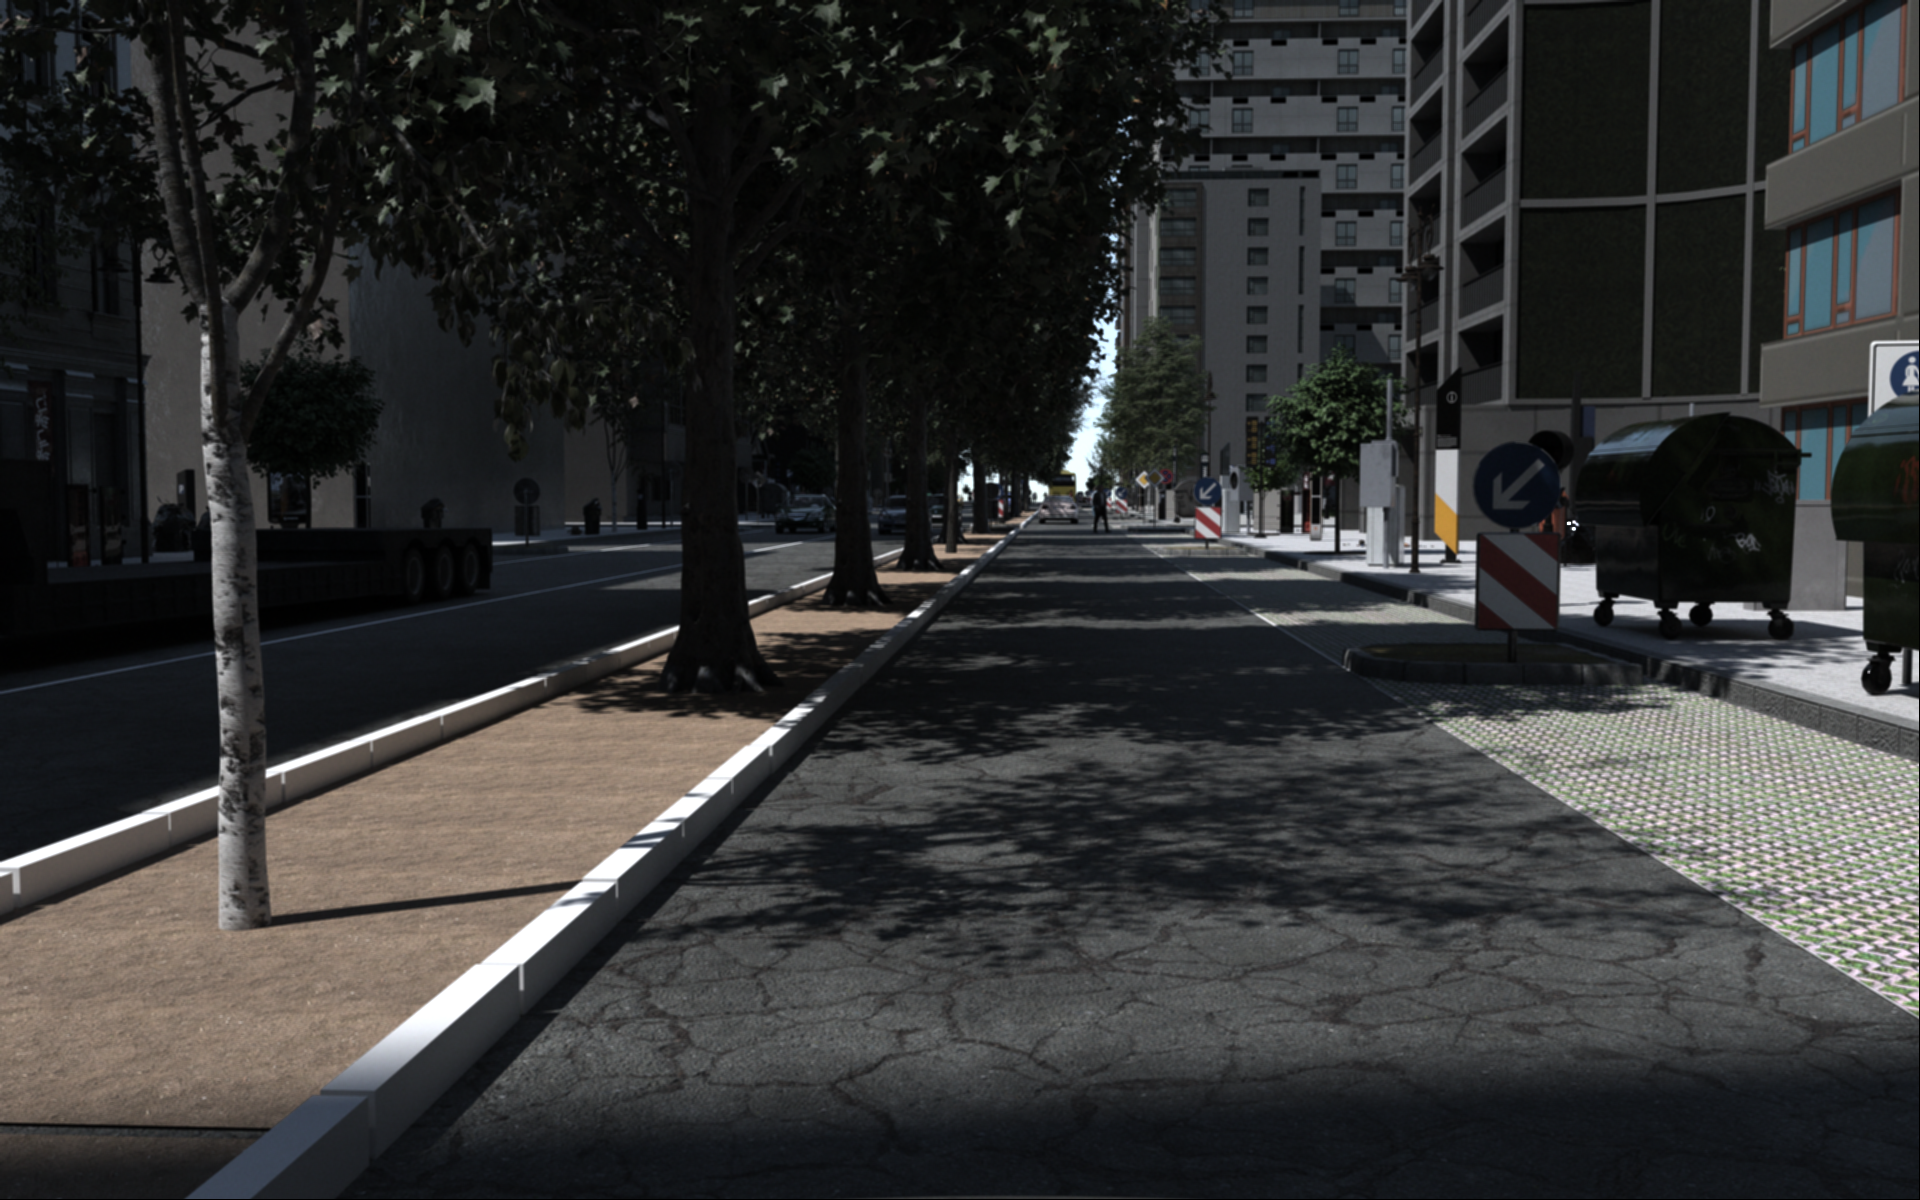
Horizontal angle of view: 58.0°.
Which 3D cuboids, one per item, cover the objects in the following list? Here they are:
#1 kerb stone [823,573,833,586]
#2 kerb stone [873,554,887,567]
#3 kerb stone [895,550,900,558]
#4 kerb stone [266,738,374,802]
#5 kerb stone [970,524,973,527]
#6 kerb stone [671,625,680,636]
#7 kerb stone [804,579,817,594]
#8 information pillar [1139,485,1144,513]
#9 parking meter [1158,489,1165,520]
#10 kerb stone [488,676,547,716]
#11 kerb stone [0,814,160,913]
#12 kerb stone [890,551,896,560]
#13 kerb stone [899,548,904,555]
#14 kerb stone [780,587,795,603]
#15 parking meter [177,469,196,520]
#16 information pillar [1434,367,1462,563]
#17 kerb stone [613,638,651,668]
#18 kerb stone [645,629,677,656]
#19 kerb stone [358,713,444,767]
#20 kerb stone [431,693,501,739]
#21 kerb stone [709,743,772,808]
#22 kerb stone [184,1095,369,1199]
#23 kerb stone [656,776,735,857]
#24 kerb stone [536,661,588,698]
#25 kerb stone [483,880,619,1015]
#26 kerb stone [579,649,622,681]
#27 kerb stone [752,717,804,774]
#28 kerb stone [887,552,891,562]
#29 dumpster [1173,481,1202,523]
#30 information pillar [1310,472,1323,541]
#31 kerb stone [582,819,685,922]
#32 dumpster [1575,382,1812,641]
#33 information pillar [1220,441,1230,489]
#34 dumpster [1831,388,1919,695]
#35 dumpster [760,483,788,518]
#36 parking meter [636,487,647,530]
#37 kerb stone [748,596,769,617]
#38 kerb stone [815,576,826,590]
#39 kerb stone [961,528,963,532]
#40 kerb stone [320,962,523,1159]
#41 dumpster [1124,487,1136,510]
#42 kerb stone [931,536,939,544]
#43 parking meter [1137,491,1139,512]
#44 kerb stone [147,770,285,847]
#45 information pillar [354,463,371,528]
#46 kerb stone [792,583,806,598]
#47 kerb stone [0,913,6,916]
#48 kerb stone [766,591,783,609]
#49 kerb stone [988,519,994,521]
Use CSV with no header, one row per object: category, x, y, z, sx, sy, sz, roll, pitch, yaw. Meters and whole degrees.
kerb stone,-2.120,-0.287,26.913,0.120,0.150,1.000,0,4,3
kerb stone,-1.641,-0.790,35.106,0.120,0.150,1.000,0,4,3
kerb stone,-1.480,-0.978,38.178,0.120,0.150,1.000,0,4,3
kerb stone,-3.148,0.838,8.499,0.120,0.150,1.000,0,4,3
kerb stone,0.640,-3.262,75.544,0.120,0.150,1.000,0,4,3
kerb stone,-2.692,0.338,16.676,0.120,0.150,1.000,0,4,3
kerb stone,-2.223,-0.164,24.870,0.120,0.150,1.000,0,4,3
information pillar,12.079,-6.775,115.260,0.304,2.012,0.304,-1,4,-14
parking meter,10.207,-4.830,87.384,0.372,1.533,0.369,0,3,0
kerb stone,-2.979,0.654,11.563,0.120,0.150,1.000,0,4,3
kerb stone,-3.260,0.963,6.451,0.120,0.150,1.000,0,4,3
kerb stone,-1.532,-0.915,37.152,0.120,0.150,1.000,0,4,3
kerb stone,-1.422,-1.040,39.203,0.120,0.150,1.000,0,4,3
kerb stone,-2.343,-0.039,22.828,0.120,0.150,1.000,0,4,3
parking meter,-18.409,-2.171,41.215,0.399,1.863,0.255,2,4,32
information pillar,9.070,-2.495,32.155,0.183,3.616,0.504,-3,5,-42
kerb stone,-2.804,0.463,14.625,0.120,0.150,1.000,0,4,3
kerb stone,-2.750,0.400,15.648,0.120,0.150,1.000,0,4,3
kerb stone,-3.090,0.776,9.521,0.120,0.150,1.000,0,4,3
kerb stone,-3.028,0.714,10.542,0.120,0.150,1.000,0,4,3
kerb stone,-1.059,0.848,8.333,0.120,0.150,1.000,0,4,3
kerb stone,-1.348,1.162,3.197,0.120,0.150,1.000,0,4,3
kerb stone,-1.115,0.911,7.305,0.120,0.150,1.000,0,4,3
kerb stone,-2.917,0.588,12.583,0.120,0.150,1.000,0,4,3
kerb stone,-1.230,1.043,5.260,0.120,0.150,1.000,0,4,3
kerb stone,-2.862,0.525,13.604,0.120,0.150,1.000,0,4,3
kerb stone,-0.990,0.787,9.353,0.120,0.150,1.000,0,4,3
kerb stone,-1.592,-0.852,36.127,0.120,0.150,1.000,0,4,3
dumpster,10.161,-4.354,76.954,1.264,1.857,1.865,0,4,3
information pillar,9.818,-2.642,47.693,0.304,2.012,0.304,1,4,17
kerb stone,-1.174,0.973,6.281,0.120,0.150,1.000,0,4,3
dumpster,6.709,-0.823,15.952,1.502,2.255,1.985,0,4,3
information pillar,11.779,-5.234,76.923,0.504,3.616,0.183,-2,4,-32
dumpster,6.300,-0.470,10.176,1.502,2.255,1.985,0,4,3
dumpster,-9.876,-5.274,91.986,1.264,1.857,1.865,0,4,3
parking meter,-11.469,-3.304,62.439,0.372,1.533,0.369,0,3,0
kerb stone,-2.460,0.086,20.783,0.120,0.150,1.000,0,4,3
kerb stone,-2.171,-0.226,25.892,0.120,0.150,1.000,0,4,3
kerb stone,0.033,-2.604,64.808,0.120,0.150,1.000,0,4,3
kerb stone,-1.289,1.099,4.228,0.120,0.150,1.000,0,4,3
dumpster,13.919,-8.399,143.082,1.264,1.857,1.865,0,4,3
kerb stone,-0.727,-1.792,51.499,0.120,0.150,1.000,0,4,3
parking meter,13.120,-7.252,126.979,0.372,1.533,0.369,0,3,0
kerb stone,-3.211,0.900,7.479,0.120,0.150,1.000,0,4,3
information pillar,-14.308,-2.264,41.508,0.304,2.012,0.304,0,4,-6
kerb stone,-2.287,-0.101,23.850,0.120,0.150,1.000,0,4,3
kerb stone,-3.322,1.035,5.420,0.120,0.150,1.000,0,4,3
kerb stone,-2.400,0.024,21.804,0.120,0.150,1.000,0,4,3
kerb stone,1.793,-4.514,95.999,0.120,0.150,1.000,0,4,3
